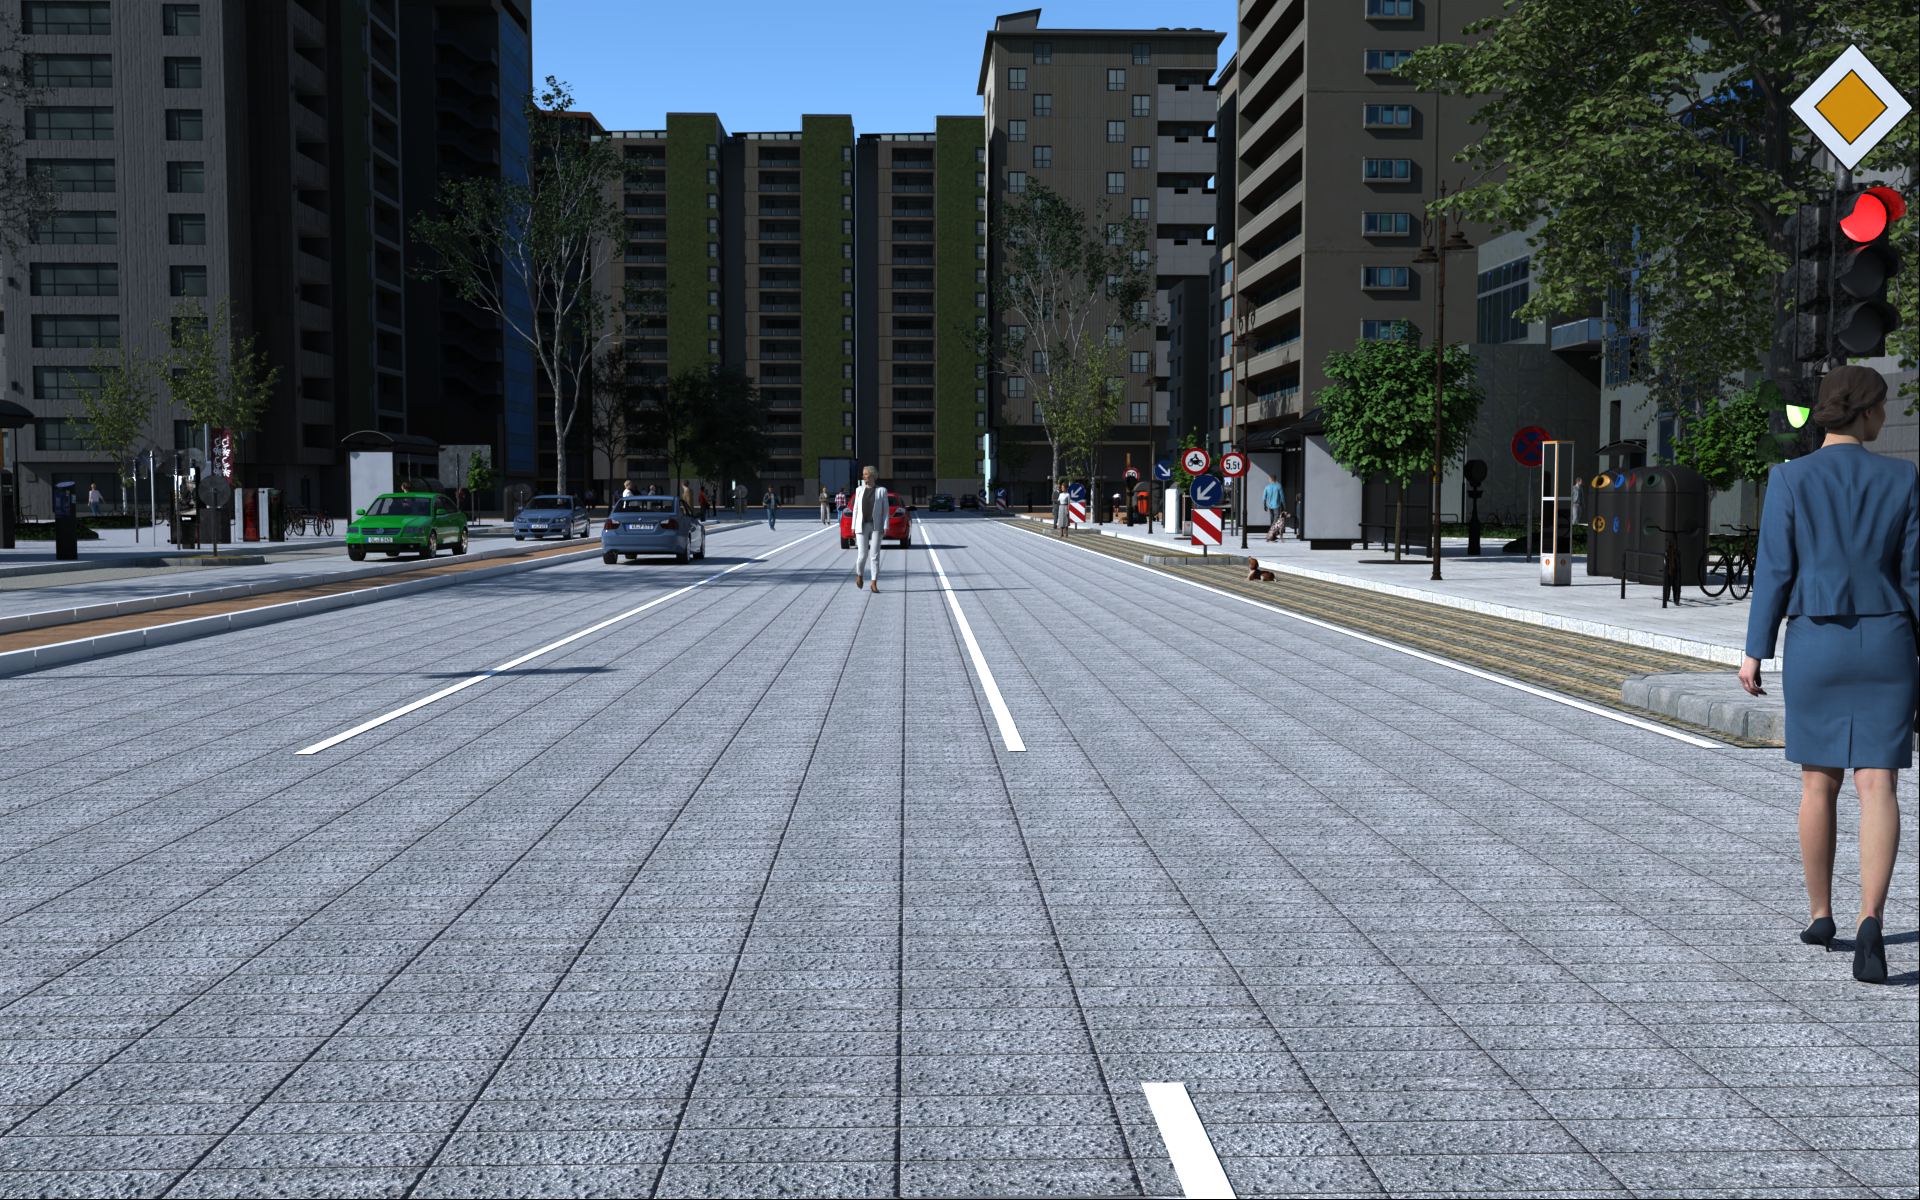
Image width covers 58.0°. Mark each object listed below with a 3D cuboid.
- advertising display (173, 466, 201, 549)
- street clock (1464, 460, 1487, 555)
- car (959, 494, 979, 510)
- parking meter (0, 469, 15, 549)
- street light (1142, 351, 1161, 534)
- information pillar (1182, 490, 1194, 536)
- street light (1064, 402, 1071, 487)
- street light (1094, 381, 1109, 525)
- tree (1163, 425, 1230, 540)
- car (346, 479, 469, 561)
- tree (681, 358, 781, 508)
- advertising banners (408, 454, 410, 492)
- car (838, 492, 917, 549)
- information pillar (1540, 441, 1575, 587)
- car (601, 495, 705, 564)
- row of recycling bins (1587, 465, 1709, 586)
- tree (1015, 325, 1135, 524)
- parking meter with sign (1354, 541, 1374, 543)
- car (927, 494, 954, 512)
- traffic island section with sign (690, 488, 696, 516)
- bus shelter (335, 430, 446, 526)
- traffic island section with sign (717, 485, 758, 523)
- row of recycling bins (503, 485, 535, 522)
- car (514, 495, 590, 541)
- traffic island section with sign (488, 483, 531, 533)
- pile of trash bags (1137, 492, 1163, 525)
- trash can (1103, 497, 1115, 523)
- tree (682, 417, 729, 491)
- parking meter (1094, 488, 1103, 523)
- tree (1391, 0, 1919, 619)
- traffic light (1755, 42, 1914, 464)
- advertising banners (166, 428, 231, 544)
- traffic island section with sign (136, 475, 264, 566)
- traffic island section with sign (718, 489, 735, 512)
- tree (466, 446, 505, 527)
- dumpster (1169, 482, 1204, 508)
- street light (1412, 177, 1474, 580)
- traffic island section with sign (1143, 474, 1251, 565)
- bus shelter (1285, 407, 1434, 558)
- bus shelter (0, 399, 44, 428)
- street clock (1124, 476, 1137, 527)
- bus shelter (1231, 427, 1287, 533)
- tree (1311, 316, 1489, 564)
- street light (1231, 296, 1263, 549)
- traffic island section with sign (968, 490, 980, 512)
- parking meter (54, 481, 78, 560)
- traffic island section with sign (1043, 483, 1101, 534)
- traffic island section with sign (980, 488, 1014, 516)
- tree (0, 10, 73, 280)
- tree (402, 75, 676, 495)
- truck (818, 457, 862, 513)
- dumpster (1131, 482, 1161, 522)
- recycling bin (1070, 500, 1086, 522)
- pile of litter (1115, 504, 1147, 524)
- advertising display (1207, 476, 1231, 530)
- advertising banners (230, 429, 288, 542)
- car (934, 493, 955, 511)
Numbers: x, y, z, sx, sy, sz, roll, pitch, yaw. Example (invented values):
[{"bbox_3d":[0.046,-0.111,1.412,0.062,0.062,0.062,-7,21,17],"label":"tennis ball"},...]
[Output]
[{"bbox_3d":[-17.979,-2.147,40.310,0.974,1.923,0.123,3,4,36],"label":"advertising display"},{"bbox_3d":[10.828,-1.948,36.422,0.471,2.002,0.358,-2,4,-31],"label":"street clock"},{"bbox_3d":[0.870,-9.167,159.673,2.009,1.686,4.222,0,4,0],"label":"car"},{"bbox_3d":[-22.404,-2.137,40.650,0.399,1.863,0.255,3,5,42],"label":"parking meter"},{"bbox_3d":[6.174,-5.087,55.958,0.468,5.910,1.993,0,4,-2],"label":"street light"},{"bbox_3d":[6.944,-2.950,52.724,0.304,2.012,0.304,0,4,0],"label":"information pillar"},{"bbox_3d":[5.361,-6.911,85.786,0.468,5.910,1.993,0,4,-2],"label":"street light"},{"bbox_3d":[5.783,-5.999,70.872,0.468,5.910,1.993,0,4,-2],"label":"street light"},{"bbox_3d":[6.553,-3.302,48.585,1.663,3.219,1.824,0,3,0],"label":"tree"},{"bbox_3d":[-12.243,-1.818,38.522,1.959,1.807,4.718,0,4,-3],"label":"car"},{"bbox_3d":[-21.593,-15.598,161.683,9.857,13.997,8.962,0,3,0],"label":"tree"},{"bbox_3d":[-19.793,-4.035,62.163,0.090,3.025,2.074,-1,4,-15],"label":"advertising banners"},{"bbox_3d":[-2.233,-2.301,46.655,2.155,1.783,4.494,0,4,0],"label":"car"},{"bbox_3d":[8.306,-1.199,24.098,0.304,2.012,0.304,-1,4,-22],"label":"information pillar"},{"bbox_3d":[-6.463,-1.511,36.713,2.014,1.417,4.499,0,4,-2],"label":"car"},{"bbox_3d":[10.232,-1.143,25.795,1.069,1.692,3.534,0,4,5],"label":"row of recycling bins"},{"bbox_3d":[5.621,-7.651,75.448,4.737,8.622,4.395,0,3,0],"label":"tree"},{"bbox_3d":[10.420,-2.993,45.204,1.738,3.016,0.543,0,4,-5],"label":"parking meter with sign"},{"bbox_3d":[-1.552,-7.853,140.193,2.131,1.459,4.920,0,4,-2],"label":"car"},{"bbox_3d":[-17.616,-6.352,112.489,1.989,1.847,2.006,0,4,-2],"label":"traffic island section with sign"},{"bbox_3d":[-18.832,-3.895,57.611,2.014,3.302,5.546,0,4,-2],"label":"bus shelter"},{"bbox_3d":[-10.882,-4.727,85.415,2.006,1.907,1.989,0,4,-2],"label":"traffic island section with sign"},{"bbox_3d":[-20.716,-4.556,81.599,1.069,1.692,3.534,0,4,-2],"label":"row of recycling bins"},{"bbox_3d":[-12.874,-2.622,54.871,2.014,1.417,4.499,0,4,-2],"label":"car"},{"bbox_3d":[-16.144,-3.366,63.669,1.989,1.847,2.006,0,4,-2],"label":"traffic island section with sign"},{"bbox_3d":[8.796,-3.795,71.794,3.447,1.369,1.912,3,5,40],"label":"pile of trash bags"},{"bbox_3d":[6.540,-4.019,77.371,0.748,1.137,0.748,0,3,0],"label":"trash can"},{"bbox_3d":[-22.059,-12.111,148.372,4.737,8.622,4.395,0,3,0],"label":"tree"},{"bbox_3d":[6.121,-4.165,76.502,0.372,1.533,0.369,0,3,0],"label":"parking meter"},{"bbox_3d":[8.358,-6.112,18.056,7.486,12.596,7.792,0,3,0],"label":"tree"},{"bbox_3d":[5.531,-1.348,10.961,0.839,4.253,0.868,0,4,-2],"label":"traffic light"},{"bbox_3d":[-19.876,-2.994,45.139,0.090,3.025,2.074,1,4,20],"label":"advertising banners"},{"bbox_3d":[-15.279,-1.617,35.069,1.989,1.847,2.006,0,4,-2],"label":"traffic island section with sign"},{"bbox_3d":[-18.448,-8.037,140.038,1.989,1.847,2.006,0,4,-2],"label":"traffic island section with sign"},{"bbox_3d":[-19.138,-4.534,68.737,1.663,3.219,1.824,0,3,0],"label":"tree"},{"bbox_3d":[8.389,-3.522,63.351,1.264,1.857,1.865,0,4,-2],"label":"dumpster"},{"bbox_3d":[7.110,-3.234,25.660,0.468,5.910,1.993,0,4,-2],"label":"street light"},{"bbox_3d":[4.832,-1.654,35.664,1.989,1.847,2.006,0,4,-2],"label":"traffic island section with sign"},{"bbox_3d":[8.664,-2.646,37.185,2.014,3.302,5.546,0,4,-2],"label":"bus shelter"},{"bbox_3d":[-20.467,-2.466,34.238,2.014,3.302,5.546,0,4,-2],"label":"bus shelter"},{"bbox_3d":[6.731,-3.904,68.395,0.471,2.002,0.358,-1,4,-23],"label":"street clock"},{"bbox_3d":[9.942,-3.678,54.054,2.014,3.302,5.546,0,4,-2],"label":"bus shelter"},{"bbox_3d":[8.088,-2.959,32.089,4.285,4.588,4.351,0,3,0],"label":"tree"},{"bbox_3d":[6.696,-4.146,40.574,0.468,5.910,1.993,0,4,-2],"label":"street light"},{"bbox_3d":[1.677,-8.042,140.120,1.989,1.847,2.006,0,4,-2],"label":"traffic island section with sign"},{"bbox_3d":[-17.497,-1.558,33.888,0.372,1.533,0.369,0,3,0],"label":"parking meter"},{"bbox_3d":[4.023,-3.301,62.607,1.989,1.847,2.006,0,4,-2],"label":"traffic island section with sign"},{"bbox_3d":[2.507,-6.370,112.785,1.989,1.847,2.006,0,4,-2],"label":"traffic island section with sign"},{"bbox_3d":[-17.902,-6.927,23.631,12.009,13.543,11.850,0,3,0],"label":"tree"},{"bbox_3d":[-19.669,-13.780,81.188,12.611,20.169,13.585,0,3,0],"label":"tree"},{"bbox_3d":[-9.336,-8.930,134.914,2.839,4.237,11.283,0,4,0],"label":"truck"},{"bbox_3d":[8.696,-4.597,80.925,1.264,1.857,1.865,0,4,-2],"label":"dumpster"},{"bbox_3d":[5.395,-4.067,79.046,0.722,1.027,0.722,0,4,7],"label":"recycling bin"},{"bbox_3d":[7.354,-3.706,74.550,1.719,0.858,1.176,-2,4,-28],"label":"pile of litter"},{"bbox_3d":[9.243,-3.449,61.600,0.974,1.923,0.123,0,4,6],"label":"advertising display"},{"bbox_3d":[-19.036,-3.077,46.503,2.074,3.025,0.090,1,4,11],"label":"advertising banners"},{"bbox_3d":[-1.333,-8.306,145.388,1.945,1.707,3.694,0,4,-3],"label":"car"}]
